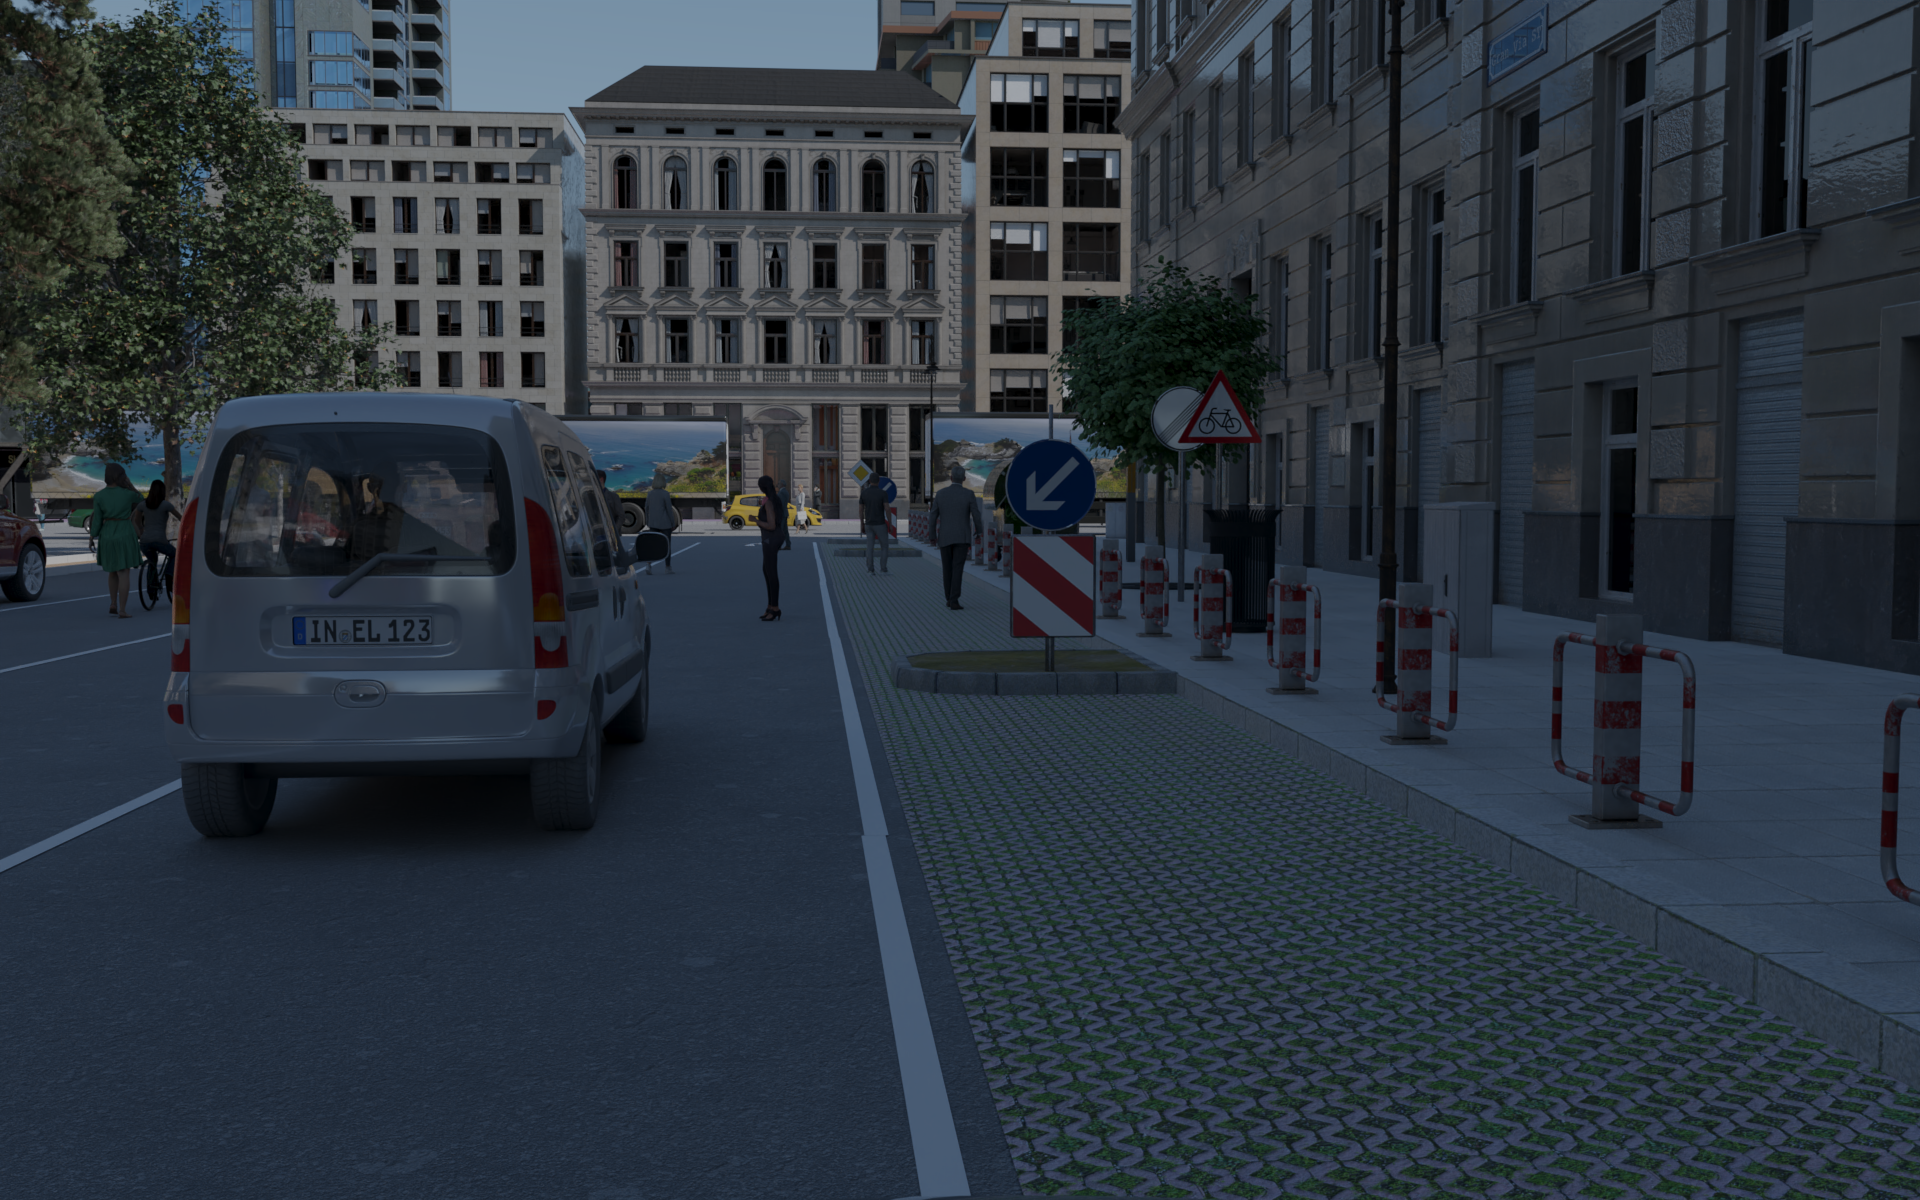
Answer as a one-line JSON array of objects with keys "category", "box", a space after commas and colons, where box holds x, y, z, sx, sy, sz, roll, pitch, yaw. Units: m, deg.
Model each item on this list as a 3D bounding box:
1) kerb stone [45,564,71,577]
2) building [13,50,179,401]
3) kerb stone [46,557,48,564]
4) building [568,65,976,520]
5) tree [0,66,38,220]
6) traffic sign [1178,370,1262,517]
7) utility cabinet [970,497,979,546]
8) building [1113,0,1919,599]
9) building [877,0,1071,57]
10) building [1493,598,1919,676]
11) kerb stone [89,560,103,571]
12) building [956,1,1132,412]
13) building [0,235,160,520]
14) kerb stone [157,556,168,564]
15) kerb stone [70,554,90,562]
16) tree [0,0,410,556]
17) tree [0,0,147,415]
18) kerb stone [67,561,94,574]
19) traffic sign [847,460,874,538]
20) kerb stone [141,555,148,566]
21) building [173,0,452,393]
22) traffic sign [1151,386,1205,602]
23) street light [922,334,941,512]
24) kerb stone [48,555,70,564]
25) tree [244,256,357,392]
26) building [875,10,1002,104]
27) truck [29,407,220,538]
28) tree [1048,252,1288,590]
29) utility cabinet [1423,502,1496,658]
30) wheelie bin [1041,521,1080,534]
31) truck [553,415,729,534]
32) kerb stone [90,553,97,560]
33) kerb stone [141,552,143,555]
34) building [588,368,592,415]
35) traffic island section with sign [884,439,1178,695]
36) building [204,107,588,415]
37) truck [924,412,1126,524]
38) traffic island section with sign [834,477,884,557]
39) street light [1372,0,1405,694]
[{"category": "kerb stone", "box": [-15.951, -0.501, 30.448, 0.120, 0.150, 1.000, 0, 4, -5]}, {"category": "building", "box": [-89.673, -34.438, 186.761, 21.600, 48.544, 21.300, 0, 4, -5]}, {"category": "kerb stone", "box": [-18.423, -0.742, 34.366, 0.120, 0.150, 1.000, 0, 4, -5]}, {"category": "building", "box": [-9.618, -16.038, 91.095, 19.941, 23.489, 11.050, 0, 4, -5]}, {"category": "tree", "box": [-15.768, -6.424, 17.862, 12.009, 13.543, 11.850, 0, 3, 0]}, {"category": "traffic sign", "box": [2.720, -1.113, 18.201, 0.884, 2.594, 0.081, 0, 4, -2]}, {"category": "utility cabinet", "box": [0.384, -1.965, 43.297, 0.306, 1.237, 1.020, 0, 4, -8]}, {"category": "building", "box": [11.180, -14.497, 34.286, 12.463, 27.353, 25.104, 0, 4, -5]}, {"category": "building", "box": [1.424, -39.725, 191.507, 21.231, 58.520, 28.212, 0, 4, -5]}, {"category": "building", "box": [12.630, -12.957, 9.114, 12.463, 27.353, 25.104, 0, 4, -5]}, {"category": "kerb stone", "box": [-16.140, -0.630, 32.494, 0.120, 0.150, 1.000, 0, 4, -5]}, {"category": "building", "box": [16.877, -17.981, 98.513, 34.151, 26.468, 19.350, 0, 4, -5]}, {"category": "building", "box": [-51.634, -13.692, 91.320, 16.811, 18.784, 16.820, 0, 4, -5]}, {"category": "kerb stone", "box": [-16.417, -0.818, 35.568, 0.120, 0.150, 1.000, 0, 4, -5]}, {"category": "kerb stone", "box": [-18.606, -0.867, 36.411, 0.120, 0.150, 1.000, 0, 4, -5]}, {"category": "tree", "box": [-17.830, -7.312, 39.022, 9.611, 12.733, 9.660, 0, 3, 0]}, {"category": "tree", "box": [-17.726, -7.234, 28.150, 7.806, 13.903, 7.818, 0, 3, 0]}, {"category": "kerb stone", "box": [-16.052, -0.566, 31.471, 0.120, 0.150, 1.000, 0, 4, -5]}, {"category": "traffic sign", "box": [-2.878, -2.856, 50.335, 0.795, 2.450, 0.064, 0, 4, -5]}, {"category": "kerb stone", "box": [-16.329, -0.755, 34.540, 0.120, 0.150, 1.000, 0, 4, -5]}, {"category": "building", "box": [-57.633, -51.561, 155.697, 22.319, 86.520, 31.000, 0, 4, -5]}, {"category": "traffic sign", "box": [2.634, -1.252, 20.569, 0.768, 2.556, 0.104, 0, 4, -4]}, {"category": "street light", "box": [-0.823, -4.730, 50.117, 0.468, 5.910, 1.993, 0, 4, -5]}, {"category": "kerb stone", "box": [-18.515, -0.807, 35.389, 0.120, 0.150, 1.000, 0, 4, -5]}, {"category": "tree", "box": [-18.667, -5.790, 47.486, 4.360, 8.622, 3.978, 0, 3, 0]}, {"category": "building", "box": [3.245, -31.097, 163.056, 22.147, 44.769, 28.867, 0, 4, -5]}, {"category": "truck", "box": [-23.393, -4.065, 55.381, 11.283, 4.237, 2.839, 0, 4, -5]}, {"category": "tree", "box": [2.856, -2.450, 23.773, 4.285, 4.588, 4.351, 0, 3, 0]}, {"category": "utility cabinet", "box": [4.023, -0.176, 14.046, 0.306, 1.237, 1.020, 0, 4, 0]}, {"category": "wheelie bin", "box": [1.594, -1.213, 27.744, 0.693, 1.594, 0.980, 0, 4, 8]}, {"category": "truck", "box": [-14.023, -4.497, 62.446, 11.283, 4.237, 2.839, 0, 4, -6]}, {"category": "kerb stone", "box": [-18.698, -0.931, 37.434, 0.120, 0.150, 1.000, 0, 4, -5]}, {"category": "kerb stone", "box": [-18.885, -1.057, 39.479, 0.120, 0.150, 1.000, 0, 4, -5]}, {"category": "building", "box": [-57.571, -25.127, 255.858, 28.899, 21.520, 27.650, 0, 4, -5]}, {"category": "traffic island section with sign", "box": [0.484, -0.280, 13.203, 1.989, 1.847, 2.006, 0, 4, -5]}, {"category": "building", "box": [-28.464, -14.368, 89.662, 16.860, 20.320, 10.420, 0, 4, -5]}, {"category": "truck", "box": [4.452, -4.395, 60.775, 11.283, 4.237, 2.839, 0, 4, -6]}, {"category": "traffic island section with sign", "box": [-1.922, -1.922, 40.051, 1.989, 1.847, 2.006, 0, 4, -5]}, {"category": "street light", "box": [2.751, -2.337, 11.000, 0.468, 5.910, 1.993, 0, 4, -5]}]
